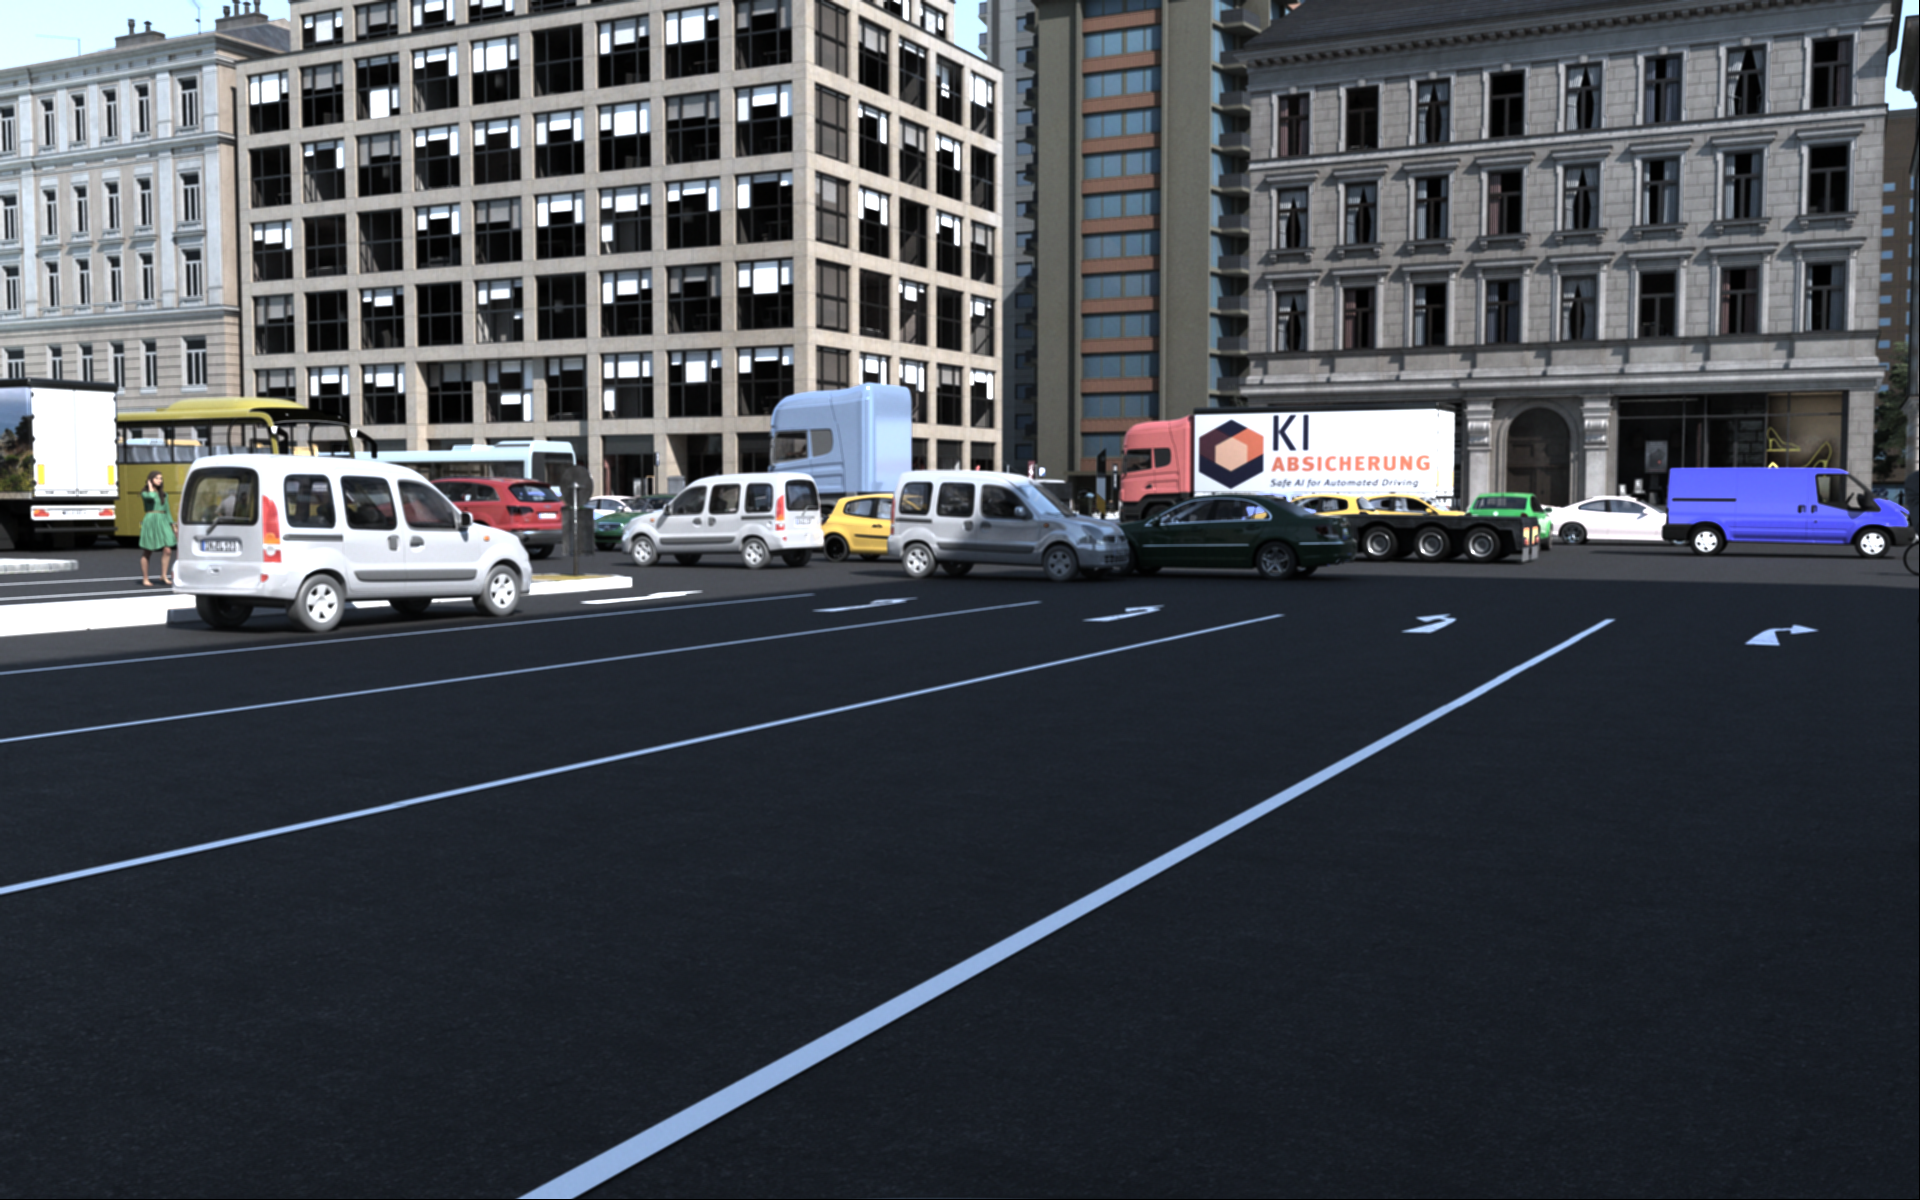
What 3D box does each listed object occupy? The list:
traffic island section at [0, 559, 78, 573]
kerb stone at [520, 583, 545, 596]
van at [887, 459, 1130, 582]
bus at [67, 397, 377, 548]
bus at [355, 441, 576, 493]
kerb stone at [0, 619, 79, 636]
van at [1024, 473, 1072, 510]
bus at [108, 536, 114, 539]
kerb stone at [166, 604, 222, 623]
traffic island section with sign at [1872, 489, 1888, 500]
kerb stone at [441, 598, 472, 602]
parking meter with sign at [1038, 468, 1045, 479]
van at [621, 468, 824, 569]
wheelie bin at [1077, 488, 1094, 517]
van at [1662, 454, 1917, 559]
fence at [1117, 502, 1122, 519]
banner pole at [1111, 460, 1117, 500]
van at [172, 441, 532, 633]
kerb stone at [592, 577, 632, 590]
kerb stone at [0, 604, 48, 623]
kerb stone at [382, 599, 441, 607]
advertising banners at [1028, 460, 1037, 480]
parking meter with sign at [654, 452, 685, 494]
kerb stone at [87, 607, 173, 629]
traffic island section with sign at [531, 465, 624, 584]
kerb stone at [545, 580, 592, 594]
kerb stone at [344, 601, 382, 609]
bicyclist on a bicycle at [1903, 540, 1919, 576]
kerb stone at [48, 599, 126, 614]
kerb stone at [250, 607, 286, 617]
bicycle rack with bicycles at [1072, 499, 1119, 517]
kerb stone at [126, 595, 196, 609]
[{"bbox_3d":[-18.011,-0.609,32.245,2.009,0.180,2.903,2,4,27],"label":"traffic island section"},{"bbox_3d":[-6.250,-0.131,24.351,0.120,0.150,1.000,2,4,27],"label":"kerb stone"},{"bbox_3d":[0.837,-1.373,29.460,4.112,2.044,2.013,2,4,27],"label":"van"},{"bbox_3d":[-20.900,-3.325,45.918,12.252,3.916,2.896,2,4,29],"label":"bus"},{"bbox_3d":[-20.180,-4.205,63.608,13.247,3.499,2.948,2,4,26],"label":"bus"},{"bbox_3d":[-9.522,0.263,17.909,0.120,0.150,1.000,2,4,27],"label":"kerb stone"},{"bbox_3d":[1.754,-2.539,48.524,2.013,2.044,4.112,2,4,25],"label":"van"},{"bbox_3d":[-30.082,-3.736,55.950,13.247,3.499,2.948,2,4,28],"label":"bus"},{"bbox_3d":[-8.584,0.154,19.757,0.120,0.150,1.000,2,4,27],"label":"kerb stone"},{"bbox_3d":[80.720,-8.821,152.843,1.989,1.847,2.006,2,4,27],"label":"traffic island section with sign"},{"bbox_3d":[-6.715,-0.075,23.427,0.120,0.150,1.000,2,4,27],"label":"kerb stone"},{"bbox_3d":[5.902,-7.194,113.886,0.543,3.016,1.738,-3,4,-37],"label":"parking meter with sign"},{"bbox_3d":[-4.754,-1.667,34.260,4.112,2.044,2.013,2,4,27],"label":"van"},{"bbox_3d":[6.561,-5.048,90.444,0.980,1.594,0.693,2,4,28],"label":"wheelie bin"},{"bbox_3d":[19.013,-2.166,39.803,5.245,2.365,2.240,2,4,27],"label":"van"},{"bbox_3d":[8.517,-4.793,89.566,0.480,1.192,2.264,1,4,17],"label":"fence"},{"bbox_3d":[11.295,-8.383,127.077,0.401,3.779,0.863,3,5,43],"label":"banner pole"},{"bbox_3d":[-6.662,-0.762,19.466,2.013,2.044,4.112,2,4,29],"label":"van"},{"bbox_3d":[-5.323,-0.244,26.188,0.120,0.150,1.000,2,4,27],"label":"kerb stone"},{"bbox_3d":[-10.935,0.149,19.759,0.120,0.150,1.000,2,4,27],"label":"kerb stone"},{"bbox_3d":[-7.191,-0.019,22.511,0.120,0.150,1.000,2,4,27],"label":"kerb stone"},{"bbox_3d":[3.108,-5.704,89.452,2.074,3.025,0.090,-3,4,-38],"label":"advertising banners"},{"bbox_3d":[-11.905,-4.677,72.726,1.738,3.016,0.543,0,4,1],"label":"parking meter with sign"},{"bbox_3d":[-9.053,0.206,18.831,0.120,0.150,1.000,2,4,27],"label":"kerb stone"},{"bbox_3d":[-6.270,-1.127,26.561,2.006,1.907,1.989,2,4,27],"label":"traffic island section with sign"},{"bbox_3d":[-5.781,-0.188,25.266,0.120,0.150,1.000,2,4,27],"label":"kerb stone"},{"bbox_3d":[-7.659,0.037,21.595,0.120,0.150,1.000,2,4,27],"label":"kerb stone"},{"bbox_3d":[17.256,-1.221,29.981,1.625,1.676,1.499,2,4,28],"label":"bicyclist on a bicycle"},{"bbox_3d":[-10.473,0.093,20.678,0.120,0.150,1.000,2,4,27],"label":"kerb stone"},{"bbox_3d":[-8.122,0.093,20.675,0.120,0.150,1.000,2,4,27],"label":"kerb stone"},{"bbox_3d":[7.660,-5.130,97.259,2.925,0.926,2.852,-2,4,-26],"label":"bicycle rack with bicycles"},{"bbox_3d":[-10.002,0.036,21.605,0.120,0.150,1.000,2,4,27],"label":"kerb stone"}]
